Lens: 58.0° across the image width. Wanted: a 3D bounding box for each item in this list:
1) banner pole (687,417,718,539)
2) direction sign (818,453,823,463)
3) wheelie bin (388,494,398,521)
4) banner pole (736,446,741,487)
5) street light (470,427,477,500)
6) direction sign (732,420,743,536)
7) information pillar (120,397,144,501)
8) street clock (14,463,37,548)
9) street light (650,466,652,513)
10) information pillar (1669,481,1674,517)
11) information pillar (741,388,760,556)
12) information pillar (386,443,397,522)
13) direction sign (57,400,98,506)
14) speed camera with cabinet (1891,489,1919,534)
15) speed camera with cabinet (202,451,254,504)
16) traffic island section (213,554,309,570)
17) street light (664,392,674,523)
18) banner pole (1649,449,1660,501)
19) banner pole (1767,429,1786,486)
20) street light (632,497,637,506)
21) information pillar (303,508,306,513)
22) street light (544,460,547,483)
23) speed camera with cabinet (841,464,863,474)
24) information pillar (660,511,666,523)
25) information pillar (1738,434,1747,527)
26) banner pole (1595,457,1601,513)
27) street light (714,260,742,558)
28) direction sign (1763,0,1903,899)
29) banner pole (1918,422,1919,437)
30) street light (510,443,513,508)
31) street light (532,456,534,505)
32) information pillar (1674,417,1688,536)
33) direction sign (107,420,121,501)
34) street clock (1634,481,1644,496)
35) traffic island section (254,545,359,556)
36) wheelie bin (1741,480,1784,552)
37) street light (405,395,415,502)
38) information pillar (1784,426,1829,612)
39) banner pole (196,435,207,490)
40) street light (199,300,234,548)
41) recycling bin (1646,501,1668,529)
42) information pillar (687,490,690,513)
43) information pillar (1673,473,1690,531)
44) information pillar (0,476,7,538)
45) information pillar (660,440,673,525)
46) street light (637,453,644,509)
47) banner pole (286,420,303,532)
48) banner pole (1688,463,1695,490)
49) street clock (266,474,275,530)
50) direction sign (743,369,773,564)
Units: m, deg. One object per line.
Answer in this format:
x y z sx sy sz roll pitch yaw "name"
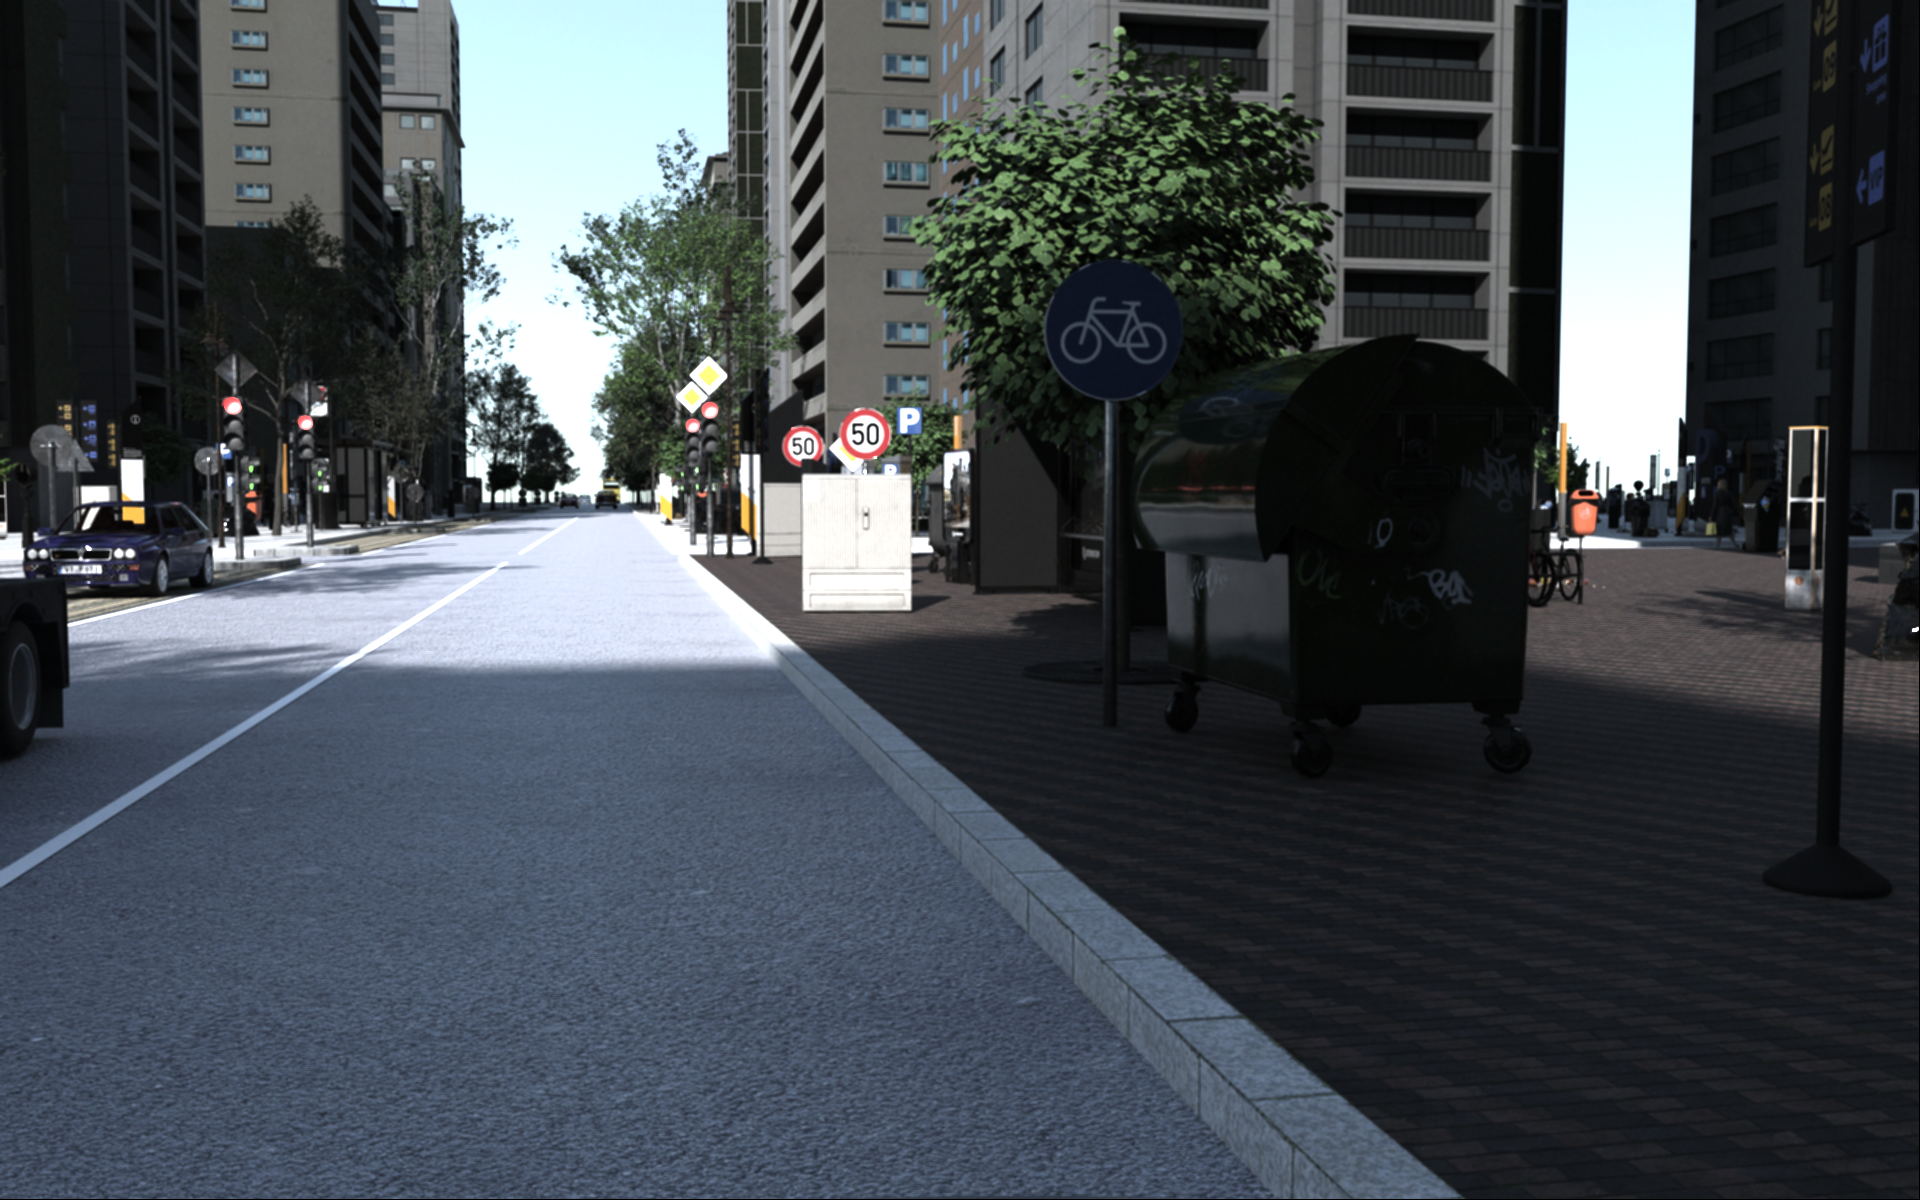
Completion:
-7.409 -3.660 49.862 0.863 3.779 0.401 -1 4 -21 "banner pole"
-6.000 -4.931 72.613 0.379 3.537 0.876 2 4 31 "direction sign"
-26.655 -4.457 80.772 0.980 1.594 0.693 3 5 39 "wheelie bin"
-9.861 -5.470 79.455 0.863 3.779 0.401 0 4 -3 "banner pole"
-32.806 -8.823 117.046 0.468 5.910 1.993 -1 4 -11 "street light"
-6.686 -3.745 53.231 0.876 3.537 0.379 3 4 39 "direction sign"
-19.834 -3.069 41.539 0.183 3.616 0.504 3 5 45 "information pillar"
-22.144 -2.234 41.103 0.471 2.002 0.358 1 4 17 "street clock"
-20.830 -8.803 116.720 0.468 5.910 1.993 -1 4 -11 "street light"
39.117 -5.534 94.966 0.304 2.012 0.304 -1 4 -21 "information pillar"
-4.337 -2.740 36.156 0.504 3.616 0.183 -3 5 -40 "information pillar"
-26.214 -5.400 79.647 0.183 3.616 0.504 3 4 37 "information pillar"
-21.323 -3.053 41.911 0.876 3.537 0.379 -1 4 -13 "direction sign"
31.373 -3.782 56.171 0.660 3.252 2.038 -2 4 -29 "speed camera with cabinet"
-30.642 -4.782 72.526 0.660 3.252 2.038 2 4 33 "speed camera with cabinet"
-14.066 -0.703 33.780 2.009 0.180 2.903 -1 4 -11 "traffic island section"
-13.082 -6.429 77.902 0.468 5.910 1.993 -1 4 -11 "street light"
38.879 -6.535 96.866 0.863 3.779 0.401 -1 4 -20 "banner pole"
31.307 -4.682 66.568 0.401 3.779 0.863 -3 5 -45 "banner pole"
-35.652 -13.354 191.117 0.468 5.910 1.993 -1 4 -11 "street light"
-42.481 -6.599 112.384 0.304 2.012 0.304 -1 4 -17 "information pillar"
-56.455 -16.100 236.030 0.468 5.910 1.993 -1 4 -11 "street light"
-2.719 -3.706 54.934 2.038 3.252 0.660 -1 4 -23 "speed camera with cabinet"
-12.968 -4.380 76.100 0.304 2.012 0.304 1 4 16 "information pillar"
30.596 -4.669 67.688 0.183 3.616 0.504 3 5 40 "information pillar"
42.809 -7.720 116.237 0.401 3.779 0.863 0 4 -4 "banner pole"
-4.594 -3.768 34.394 0.468 5.910 1.993 -1 4 -11 "street light"
2.838 -0.830 5.565 0.379 3.537 0.876 1 4 12 "direction sign"
29.798 -3.873 53.347 0.863 3.779 0.401 -1 4 -13 "banner pole"
-40.297 -11.170 155.409 0.468 5.910 1.993 -1 4 -11 "street light"
-48.819 -13.773 197.967 0.468 5.910 1.993 -1 4 -11 "street light"
21.953 -3.751 52.683 0.183 3.616 0.504 0 4 1 "information pillar"
-25.691 -3.727 52.940 0.876 3.537 0.379 1 4 22 "direction sign"
36.363 -5.399 92.848 0.471 2.002 0.358 3 4 37 "street clock"
-15.625 -1.182 41.612 2.009 0.180 2.903 -1 4 -11 "traffic island section"
17.779 -1.864 38.379 0.693 1.594 0.980 0 4 -4 "wheelie bin"
-25.185 -6.534 79.626 0.468 5.910 1.993 -1 4 -11 "street light"
9.245 -0.883 18.926 0.304 2.012 0.304 -3 5 -43 "information pillar"
-32.300 -5.127 73.846 0.863 3.779 0.401 2 4 35 "banner pole"
-17.702 -4.194 41.366 0.468 5.910 1.993 -1 4 -11 "street light"
25.599 -3.143 63.936 0.722 1.027 0.722 -2 4 -31 "recycling bin"
-18.442 -6.938 117.925 0.304 2.012 0.304 -2 4 -27 "information pillar"
25.180 -3.415 60.330 0.304 2.012 0.304 -2 4 -27 "information pillar"
-28.299 -2.848 51.061 0.304 2.012 0.304 -2 4 -34 "information pillar"
-12.074 -4.884 71.205 0.504 3.616 0.183 0 4 5 "information pillar"
-28.012 -11.005 152.716 0.468 5.910 1.993 -1 4 -11 "street light"
-22.612 -4.203 58.730 0.401 3.779 0.863 -3 4 -37 "banner pole"
50.943 -8.017 121.087 0.401 3.779 0.863 -3 5 -41 "banner pole"
-24.688 -3.518 62.093 0.358 2.002 0.471 -1 4 -17 "street clock"
-3.640 -2.435 31.805 0.379 3.537 0.876 0 4 8 "direction sign"
